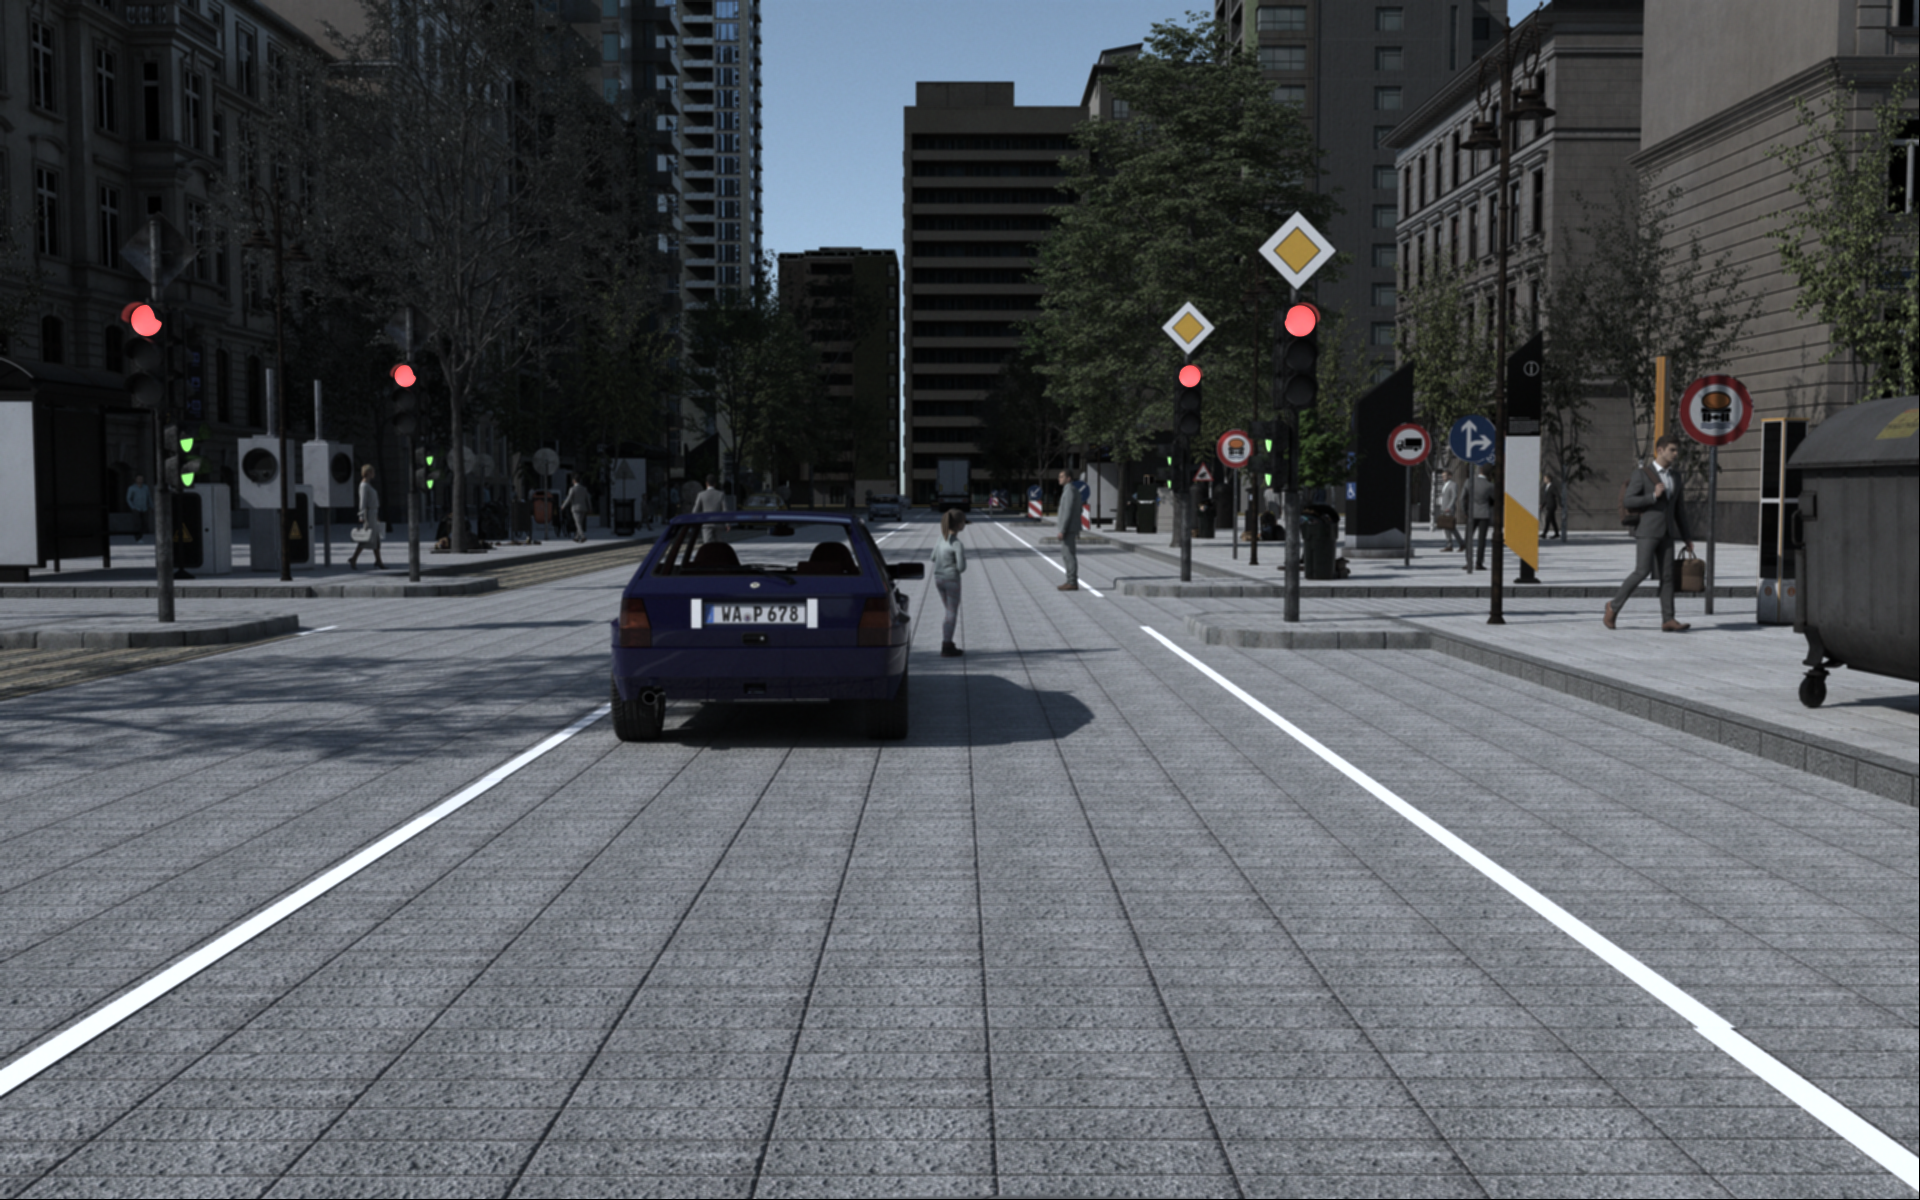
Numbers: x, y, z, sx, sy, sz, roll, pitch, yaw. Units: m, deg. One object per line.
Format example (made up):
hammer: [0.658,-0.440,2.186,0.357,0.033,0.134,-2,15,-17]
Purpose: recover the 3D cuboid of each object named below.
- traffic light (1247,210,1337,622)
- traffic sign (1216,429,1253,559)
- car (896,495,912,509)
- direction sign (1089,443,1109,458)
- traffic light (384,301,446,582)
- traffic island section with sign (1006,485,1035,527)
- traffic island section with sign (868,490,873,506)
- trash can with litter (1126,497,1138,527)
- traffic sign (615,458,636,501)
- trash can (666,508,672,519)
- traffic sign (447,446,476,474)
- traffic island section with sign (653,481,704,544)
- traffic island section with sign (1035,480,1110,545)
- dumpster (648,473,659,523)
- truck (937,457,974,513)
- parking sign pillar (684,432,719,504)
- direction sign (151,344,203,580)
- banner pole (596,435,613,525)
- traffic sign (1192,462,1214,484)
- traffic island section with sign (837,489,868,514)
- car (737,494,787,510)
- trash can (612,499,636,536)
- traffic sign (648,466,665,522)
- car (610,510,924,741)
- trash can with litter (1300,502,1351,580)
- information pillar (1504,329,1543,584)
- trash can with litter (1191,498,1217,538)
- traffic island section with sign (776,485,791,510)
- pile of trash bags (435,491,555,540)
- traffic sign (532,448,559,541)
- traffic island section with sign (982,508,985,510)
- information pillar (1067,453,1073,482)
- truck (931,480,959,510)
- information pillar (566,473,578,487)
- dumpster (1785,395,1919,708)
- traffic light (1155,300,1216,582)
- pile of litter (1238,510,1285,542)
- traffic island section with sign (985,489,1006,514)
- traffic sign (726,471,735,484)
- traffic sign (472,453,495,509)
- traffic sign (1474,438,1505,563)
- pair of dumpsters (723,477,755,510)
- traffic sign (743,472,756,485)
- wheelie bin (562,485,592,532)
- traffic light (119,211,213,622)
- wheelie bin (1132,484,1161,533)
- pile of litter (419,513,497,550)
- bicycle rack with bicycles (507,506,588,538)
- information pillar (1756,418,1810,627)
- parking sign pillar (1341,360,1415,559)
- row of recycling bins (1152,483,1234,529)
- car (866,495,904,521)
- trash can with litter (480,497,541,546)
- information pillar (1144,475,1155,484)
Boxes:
traffic light: [3.318,-1.736,17.307,0.839,4.253,0.868,0,4,0]
traffic sign: [5.415,-2.074,34.015,0.768,2.556,0.104,0,4,7]
car: [-5.601,-9.328,164.876,2.083,1.381,4.827,0,4,1]
direction sign: [6.138,-5.172,76.553,0.876,3.537,0.379,0,4,-6]
traffic light: [-7.967,-2.222,25.244,0.839,4.253,0.868,0,4,0]
traffic island section with sign: [3.190,-4.179,76.961,1.989,1.847,2.006,0,4,0]
traffic island section with sign: [-8.054,-8.945,154.877,1.989,1.847,2.006,0,4,0]
trash can with litter: [6.875,-3.391,66.836,1.055,1.170,0.624,1,4,20]
traffic sign: [-12.170,-3.840,62.785,0.884,2.594,0.081,1,4,9]
trash can: [-14.951,-4.737,89.100,0.748,1.137,0.748,0,3,0]
traffic sign: [-13.098,-2.775,45.483,0.768,2.556,0.104,0,4,2]
traffic island section with sign: [-7.756,-2.543,50.205,1.989,1.847,2.006,0,4,0]
traffic island section with sign: [3.270,-2.531,50.005,1.989,1.847,2.006,0,4,0]
dumpster: [-14.017,-4.466,75.513,1.502,2.255,1.985,0,4,0]
truck: [-0.379,-9.109,137.844,2.839,4.237,11.283,0,4,1]
parking sign pillar: [-11.081,-5.279,74.788,1.447,3.967,1.447,-2,4,-27]
direction sign: [-11.752,-2.082,26.042,0.379,3.537,0.876,2,4,28]
banner pole: [-14.827,-5.052,72.611,0.863,3.779,0.401,-1,4,-22]
traffic sign: [9.912,-4.319,70.623,0.884,2.594,0.081,1,4,9]
traffic island section with sign: [-7.974,-7.248,127.138,1.989,1.847,2.006,0,4,0]
car: [-8.028,-3.706,70.821,2.015,1.641,3.980,0,4,1]
trash can: [-10.229,-2.516,52.788,0.748,1.137,0.748,0,3,0]
traffic sign: [-13.902,-4.843,79.285,0.768,2.556,0.104,0,4,7]
car: [-1.200,0.070,11.433,1.945,1.354,3.894,0,4,-2]
trash can with litter: [5.483,-0.903,26.156,0.624,1.170,1.055,2,4,33]
information pillar: [8.066,-2.044,24.781,0.504,3.616,0.183,0,4,6]
trash can with litter: [7.000,-2.375,50.213,0.624,1.170,1.055,-2,4,-24]
traffic island section with sign: [-7.826,-4.192,77.160,1.989,1.847,2.006,0,4,0]
pile of trash bags: [-13.133,-2.398,48.958,3.447,1.369,1.912,0,4,6]
traffic sign: [-11.399,-2.909,47.666,0.768,2.556,0.104,0,4,5]
traffic island section with sign: [2.958,-8.901,154.162,1.989,1.847,2.006,0,4,0]
information pillar: [6.293,-6.586,99.042,0.183,3.616,0.504,3,4,36]
truck: [-1.137,-10.304,158.232,2.967,4.110,18.799,0,4,1]
information pillar: [-13.663,-3.459,61.054,0.304,2.012,0.304,2,4,35]
dumpster: [5.628,-0.238,9.649,1.264,1.857,1.865,0,3,0]
traffic light: [3.294,-2.225,25.292,0.839,4.253,0.868,0,4,0]
pile of litter: [8.182,-2.034,47.228,1.719,0.858,1.176,-1,4,-17]
traffic island section with sign: [3.048,-7.250,127.160,1.989,1.847,2.006,0,4,0]
traffic sign: [-12.362,-5.771,94.087,0.795,2.593,0.064,0,4,4]
traffic sign: [-14.793,-3.275,53.645,0.768,2.556,0.104,0,4,4]
traffic sign: [9.743,-1.965,32.240,0.768,2.556,0.104,0,4,5]
pair of dumpsters: [-12.431,-5.748,96.479,1.574,2.255,4.437,0,4,0]
traffic sign: [-12.259,-6.153,100.711,0.768,2.556,0.104,0,4,6]
wheelie bin: [-12.959,-3.106,58.687,0.980,1.594,0.693,-1,4,-23]
traffic light: [-7.944,-1.733,17.259,0.839,4.253,0.868,0,4,0]
wheelie bin: [6.105,-2.976,56.563,0.980,1.594,0.693,1,4,17]
pile of litter: [-11.591,-1.590,39.965,1.719,0.858,1.176,1,4,18]
bicycle rack with bicycles: [-12.283,-2.334,51.546,2.852,0.926,2.925,0,4,-6]
information pillar: [8.018,-0.758,16.884,0.304,2.012,0.304,-1,4,-17]
parking sign pillar: [8.438,-2.838,34.866,1.447,3.967,1.447,-1,4,-20]
row of recycling bins: [8.539,-3.523,64.716,3.534,1.692,1.069,2,4,25]
car: [-3.979,-4.897,92.061,2.014,1.417,4.499,0,4,-2]
trash can with litter: [-11.420,-1.982,43.467,2.233,1.210,1.678,-3,5,-42]
information pillar: [7.401,-3.865,67.684,0.304,2.012,0.304,-2,4,-29]
